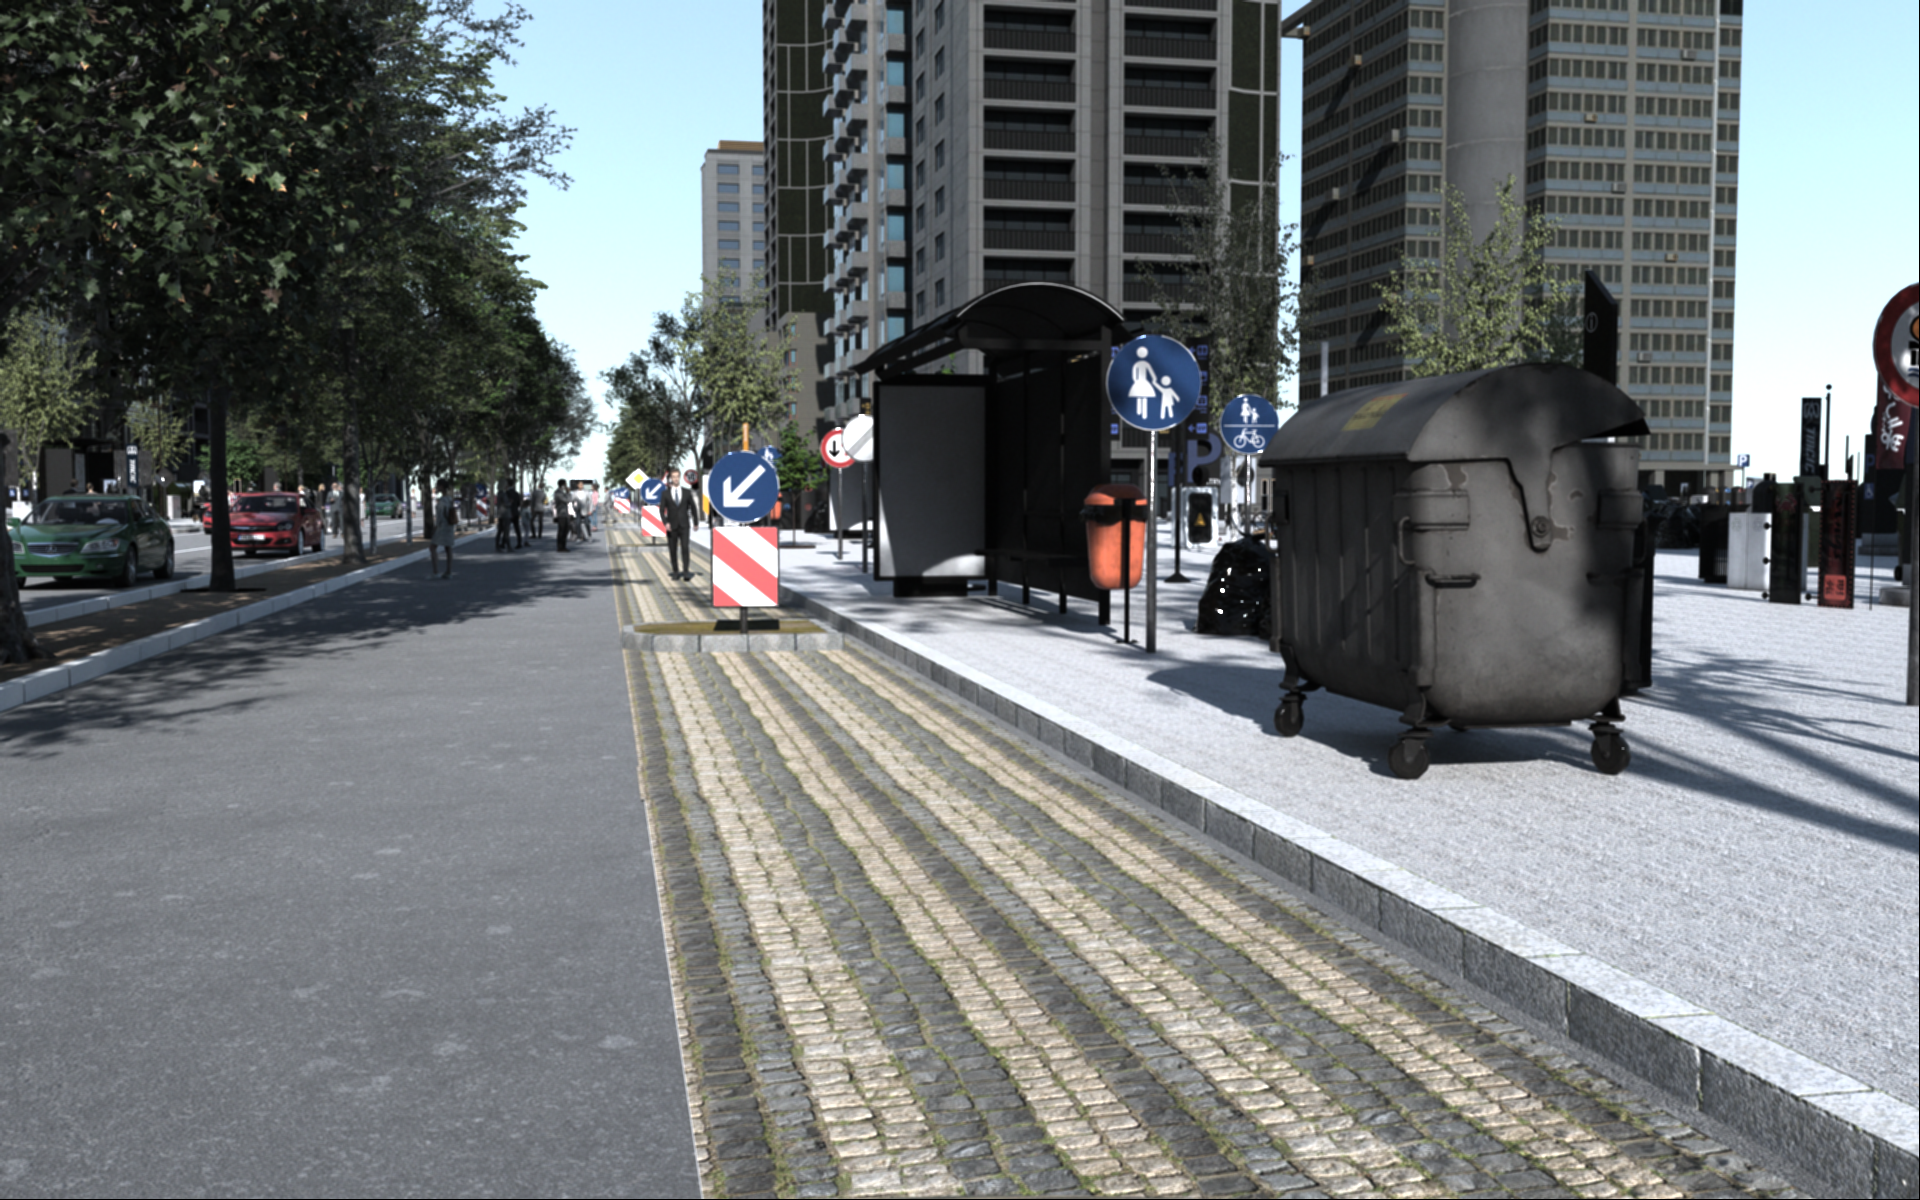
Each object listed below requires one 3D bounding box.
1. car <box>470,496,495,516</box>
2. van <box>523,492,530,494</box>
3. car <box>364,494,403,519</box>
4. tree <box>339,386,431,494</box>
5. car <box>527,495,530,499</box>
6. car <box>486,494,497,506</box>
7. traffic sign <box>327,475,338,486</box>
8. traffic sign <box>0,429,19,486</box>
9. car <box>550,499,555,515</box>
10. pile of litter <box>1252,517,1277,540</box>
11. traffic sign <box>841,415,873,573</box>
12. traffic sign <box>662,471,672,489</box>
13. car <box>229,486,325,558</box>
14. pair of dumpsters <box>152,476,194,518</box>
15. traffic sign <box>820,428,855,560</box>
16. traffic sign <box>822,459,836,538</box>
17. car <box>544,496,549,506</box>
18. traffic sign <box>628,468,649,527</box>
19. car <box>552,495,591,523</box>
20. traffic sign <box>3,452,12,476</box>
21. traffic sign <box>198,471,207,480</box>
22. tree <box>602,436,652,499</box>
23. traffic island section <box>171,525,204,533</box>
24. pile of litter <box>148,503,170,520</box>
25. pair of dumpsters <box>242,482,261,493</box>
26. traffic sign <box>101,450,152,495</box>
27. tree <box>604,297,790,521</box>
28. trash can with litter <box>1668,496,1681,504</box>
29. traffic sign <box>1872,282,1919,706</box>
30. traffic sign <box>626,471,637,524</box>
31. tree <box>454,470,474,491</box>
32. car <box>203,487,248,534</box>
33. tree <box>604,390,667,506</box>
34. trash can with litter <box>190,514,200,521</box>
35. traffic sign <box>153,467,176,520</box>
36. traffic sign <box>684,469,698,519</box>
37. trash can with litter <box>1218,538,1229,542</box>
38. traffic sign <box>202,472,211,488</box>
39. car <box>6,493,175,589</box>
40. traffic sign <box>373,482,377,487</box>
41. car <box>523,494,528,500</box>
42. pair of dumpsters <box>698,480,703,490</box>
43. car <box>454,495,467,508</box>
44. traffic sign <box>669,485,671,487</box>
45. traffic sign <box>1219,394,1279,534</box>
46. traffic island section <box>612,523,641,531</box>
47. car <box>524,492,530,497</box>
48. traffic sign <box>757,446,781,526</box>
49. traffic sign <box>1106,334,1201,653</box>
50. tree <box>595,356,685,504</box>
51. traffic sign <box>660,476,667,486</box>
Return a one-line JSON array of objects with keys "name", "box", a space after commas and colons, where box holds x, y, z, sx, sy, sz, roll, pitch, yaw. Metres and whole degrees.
[{"name": "car", "box": [-31.289, -6.143, 113.010, 1.945, 1.354, 3.894, -1, 4, -12]}, {"name": "van", "box": [-71.790, -17.101, 286.617, 2.013, 2.044, 4.112, -1, 4, -12]}, {"name": "car", "box": [-33.522, -5.432, 100.607, 2.131, 1.459, 4.920, -1, 4, -11]}, {"name": "tree", "box": [-51.187, -15.129, 154.010, 9.857, 13.997, 8.962, 0, 3, 0]}, {"name": "car", "box": [-50.766, -11.920, 206.889, 2.014, 1.417, 4.499, -1, 4, -12]}, {"name": "car", "box": [-56.507, -12.182, 208.214, 2.155, 1.783, 4.494, -1, 4, -11]}, {"name": "traffic sign", "box": [-42.877, -7.248, 118.513, 0.884, 2.594, 0.081, 0, 4, -3]}, {"name": "traffic sign", "box": [-30.609, -3.682, 54.077, 2.265, 3.308, 0.079, 0, 4, -8]}, {"name": "car", "box": [-26.992, -6.494, 118.537, 2.083, 1.381, 4.827, -1, 4, -12]}, {"name": "pile of litter", "box": [8.743, -2.147, 49.066, 1.719, 0.858, 1.176, -2, 4, -32]}, {"name": "traffic sign", "box": [-1.540, -1.708, 28.031, 0.768, 2.556, 0.104, 0, 4, -6]}, {"name": "traffic sign", "box": [-16.448, -5.956, 97.378, 0.884, 2.594, 0.081, 0, 4, -5]}, {"name": "car", "box": [-15.935, -1.898, 40.076, 2.155, 1.783, 4.494, -1, 4, -11]}, {"name": "pair of dumpsters", "box": [-41.967, -5.507, 92.536, 1.574, 2.255, 4.437, -1, 4, -12]}, {"name": "traffic sign", "box": [-2.332, -2.056, 33.728, 0.768, 2.556, 0.104, 0, 4, -6]}, {"name": "traffic sign", "box": [-3.622, -3.060, 50.137, 0.768, 2.556, 0.104, -1, 4, -10]}, {"name": "car", "box": [-52.729, -12.704, 217.929, 2.015, 1.641, 3.980, -1, 4, -10]}, {"name": "traffic sign", "box": [-12.524, -3.909, 67.561, 0.795, 2.450, 0.064, -1, 4, -12]}, {"name": "car", "box": [-19.509, -4.578, 87.208, 2.083, 1.381, 4.827, -1, 4, -11]}, {"name": "traffic sign", "box": [-28.745, -3.162, 51.808, 0.768, 2.556, 0.104, 0, 4, -4]}, {"name": "traffic sign", "box": [-41.979, -5.886, 96.341, 0.768, 2.556, 0.104, -1, 4, -9]}, {"name": "tree", "box": [-56.712, -23.189, 296.146, 9.611, 12.733, 9.660, 0, 3, 0]}, {"name": "traffic island section", "box": [-29.435, -2.560, 64.143, 2.009, 0.180, 2.903, -1, 4, -12]}, {"name": "pile of litter", "box": [-39.923, -4.412, 86.095, 1.176, 0.858, 1.719, -2, 4, -30]}, {"name": "pair of dumpsters", "box": [-41.081, -5.891, 98.809, 1.574, 2.255, 4.437, -1, 4, -12]}, {"name": "traffic sign", "box": [-38.654, -5.290, 80.360, 2.265, 3.308, 0.079, 0, 4, -3]}, {"name": "tree", "box": [-12.238, -9.005, 81.650, 8.767, 10.594, 7.601, -1, 4, -20]}, {"name": "trash can with litter", "box": [26.982, -3.377, 66.266, 1.678, 1.210, 2.233, -3, 5, -40]}, {"name": "traffic sign", "box": [5.786, -0.631, 10.429, 0.768, 2.556, 0.104, -1, 4, -10]}, {"name": "traffic sign", "box": [-14.149, -4.388, 75.380, 0.795, 2.450, 0.064, -1, 4, -12]}, {"name": "tree", "box": [-69.117, -15.742, 241.101, 4.285, 4.588, 4.351, 0, 3, 0]}, {"name": "car", "box": [-26.302, -3.307, 63.102, 2.155, 1.783, 4.494, -1, 4, -12]}, {"name": "tree", "box": [-34.498, -16.464, 187.308, 7.486, 12.596, 7.792, 0, 3, 0]}, {"name": "trash can with litter", "box": [-36.757, -4.440, 83.989, 1.055, 1.170, 0.624, -2, 4, -31]}, {"name": "traffic sign", "box": [-29.413, -3.697, 64.086, 0.795, 2.450, 0.064, -1, 4, -12]}, {"name": "traffic sign", "box": [-13.855, -5.458, 89.339, 0.768, 2.556, 0.104, -1, 4, -9]}, {"name": "trash can with litter", "box": [6.756, -2.240, 47.682, 1.678, 1.210, 2.233, 1, 4, 10]}, {"name": "traffic sign", "box": [-31.038, -4.175, 71.905, 0.795, 2.450, 0.064, -1, 4, -12]}, {"name": "car", "box": [-13.920, -0.977, 27.767, 2.131, 1.459, 4.920, -1, 4, -14]}, {"name": "traffic sign", "box": [-48.174, -8.675, 141.945, 0.768, 2.556, 0.104, -1, 4, -8]}, {"name": "car", "box": [-67.972, -15.709, 269.209, 2.083, 1.381, 4.827, -1, 4, -12]}, {"name": "pair of dumpsters", "box": [-18.071, -7.506, 125.223, 1.574, 2.255, 4.437, -1, 4, -12]}, {"name": "car", "box": [-44.306, -8.545, 152.288, 1.945, 1.354, 3.894, -1, 4, -12]}, {"name": "traffic sign", "box": [-20.834, -7.665, 125.322, 0.884, 2.594, 0.081, -1, 4, -11]}, {"name": "traffic sign", "box": [3.680, -1.348, 22.144, 0.768, 2.556, 0.104, 0, 4, -3]}, {"name": "traffic island section", "box": [-14.127, -3.253, 75.462, 2.009, 0.180, 2.903, -1, 4, -12]}, {"name": "car", "box": [-70.462, -16.669, 282.127, 1.945, 1.707, 3.694, -1, 4, -13]}, {"name": "traffic sign", "box": [-5.073, -2.809, 46.040, 0.768, 2.556, 0.104, 0, 4, -5]}, {"name": "traffic sign", "box": [1.546, -0.846, 13.938, 0.768, 2.556, 0.104, 0, 4, -3]}, {"name": "tree", "box": [-43.117, -23.168, 234.688, 12.611, 20.169, 13.585, 0, 3, 0]}, {"name": "traffic sign", "box": [-19.173, -6.773, 110.737, 0.884, 2.594, 0.081, 0, 4, -4]}]
